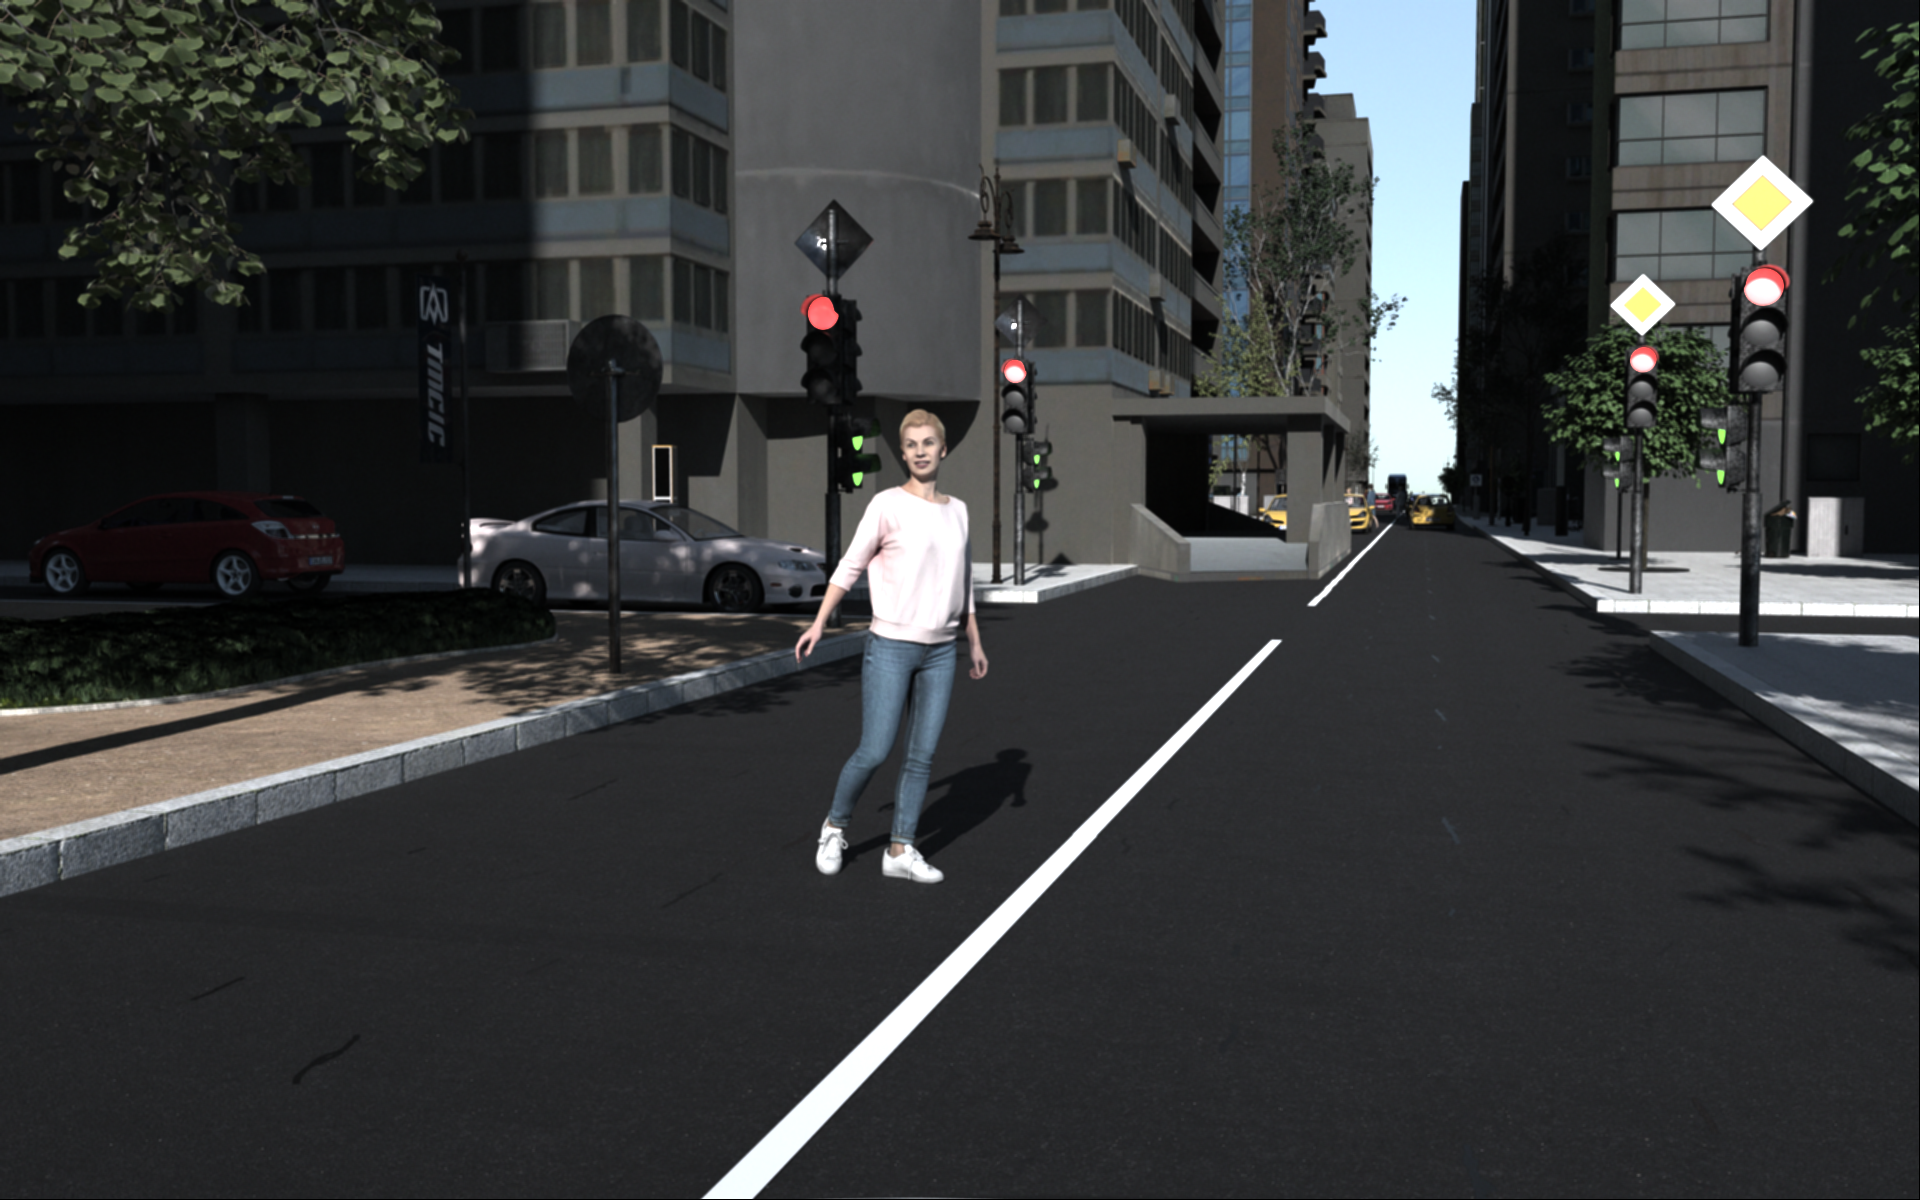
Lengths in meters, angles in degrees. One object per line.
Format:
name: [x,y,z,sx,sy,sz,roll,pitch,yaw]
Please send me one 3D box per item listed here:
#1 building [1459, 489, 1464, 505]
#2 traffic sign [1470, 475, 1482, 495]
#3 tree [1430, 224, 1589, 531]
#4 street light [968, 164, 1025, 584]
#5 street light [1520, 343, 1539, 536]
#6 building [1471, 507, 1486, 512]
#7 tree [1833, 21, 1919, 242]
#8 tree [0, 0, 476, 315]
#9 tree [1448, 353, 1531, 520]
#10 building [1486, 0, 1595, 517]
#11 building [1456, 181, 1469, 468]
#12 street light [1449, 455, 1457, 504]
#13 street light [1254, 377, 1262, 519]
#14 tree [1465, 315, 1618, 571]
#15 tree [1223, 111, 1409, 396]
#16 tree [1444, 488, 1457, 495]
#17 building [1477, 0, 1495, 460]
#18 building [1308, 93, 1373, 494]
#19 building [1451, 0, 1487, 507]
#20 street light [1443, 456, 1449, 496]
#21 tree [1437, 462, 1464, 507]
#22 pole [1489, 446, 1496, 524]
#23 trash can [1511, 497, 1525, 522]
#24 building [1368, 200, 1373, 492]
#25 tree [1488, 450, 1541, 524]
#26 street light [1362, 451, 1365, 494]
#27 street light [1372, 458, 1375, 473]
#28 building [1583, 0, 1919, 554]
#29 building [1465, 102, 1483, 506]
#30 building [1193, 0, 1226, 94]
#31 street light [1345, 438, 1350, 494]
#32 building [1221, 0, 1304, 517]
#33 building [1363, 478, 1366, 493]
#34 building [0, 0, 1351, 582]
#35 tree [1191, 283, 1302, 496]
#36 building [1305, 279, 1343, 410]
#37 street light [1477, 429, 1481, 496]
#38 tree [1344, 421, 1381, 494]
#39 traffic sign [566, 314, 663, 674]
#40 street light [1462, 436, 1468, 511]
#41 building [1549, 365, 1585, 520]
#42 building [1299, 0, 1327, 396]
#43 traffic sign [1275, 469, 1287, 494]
building: [74.501,-30.986,198.496,32.217,40.220,23.993,1,4,15]
traffic sign: [26.906,-5.395,90.340,0.606,2.300,0.079,2,4,24]
tree: [19.906,-7.650,59.484,7.601,10.594,8.767,0,4,6]
street light: [0.526,-3.173,24.662,0.468,5.910,1.993,1,4,15]
street light: [17.506,-4.926,53.330,0.468,5.910,1.993,1,4,15]
building: [48.496,-42.022,125.319,20.563,71.187,20.611,1,4,15]
tree: [5.737,-1.469,7.724,4.285,4.588,4.351,0,3,0]
tree: [-5.097,-5.415,6.662,7.486,12.596,7.792,0,3,0]
tree: [26.644,-8.297,86.024,4.360,8.622,3.978,0,3,0]
building: [43.875,-29.445,105.131,21.300,48.544,21.600,1,4,15]
building: [76.109,-36.031,239.217,14.600,45.320,14.200,1,4,15]
street light: [47.934,-11.929,167.833,0.468,5.910,1.993,1,4,15]
street light: [11.223,-5.645,65.076,0.468,5.910,1.993,1,4,15]
tree: [11.502,-2.761,28.856,4.285,4.588,4.351,0,3,0]
tree: [16.322,-14.243,88.762,12.611,20.169,13.585,0,3,0]
tree: [56.300,-12.482,198.682,1.663,3.219,1.824,0,3,0]
building: [55.964,-37.145,149.324,21.231,58.520,28.212,1,4,15]
building: [39.859,-36.189,215.389,21.300,48.544,21.600,1,4,15]
building: [74.023,-47.875,221.005,20.563,71.187,20.611,1,4,15]
street light: [58.492,-14.364,207.645,0.468,5.910,1.993,1,4,15]
tree: [50.149,-11.747,175.770,4.285,4.588,4.351,0,3,0]
pole: [22.562,-4.865,73.382,0.158,3.312,0.155,0,3,0]
trash can: [25.414,-4.100,78.687,0.748,1.137,0.748,0,3,0]
building: [47.614,-33.541,231.983,14.154,41.232,14.086,1,4,15]
tree: [24.174,-4.931,75.222,1.663,3.219,1.824,0,3,0]
street light: [41.706,-12.626,179.229,0.468,5.910,1.993,1,4,15]
street light: [52.378,-15.095,219.594,0.468,5.910,1.993,1,4,15]
building: [22.919,-21.934,42.215,14.154,41.232,14.086,1,4,15]
building: [60.686,-30.512,182.466,14.154,41.232,14.086,1,4,15]
building: [-1.203,-27.258,69.366,21.300,48.544,21.600,1,4,15]
street light: [31.233,-10.229,140.028,0.468,5.910,1.993,1,4,15]
building: [13.365,-27.857,105.574,14.600,45.320,14.200,1,4,15]
building: [29.155,-30.756,194.735,32.217,40.220,23.993,1,4,15]
building: [-7.758,-21.212,38.704,32.217,40.220,23.993,1,4,15]
tree: [10.051,-6.793,61.427,4.737,8.622,4.395,0,3,0]
building: [19.788,-19.066,156.767,27.650,21.520,28.899,1,4,15]
street light: [28.328,-7.439,94.417,0.468,5.910,1.993,1,4,15]
tree: [39.031,-13.430,169.940,4.360,8.622,3.978,0,3,0]
traffic sign: [-2.469,-0.747,12.320,0.768,2.556,0.104,1,4,18]
street light: [37.123,-9.459,127.438,0.468,5.910,1.993,1,4,15]
building: [38.938,-46.574,74.164,22.319,86.520,31.000,1,4,15]
building: [15.173,-28.919,127.452,22.147,44.769,28.867,1,4,15]
traffic sign: [13.258,-4.227,71.237,0.606,2.300,0.079,1,4,19]
